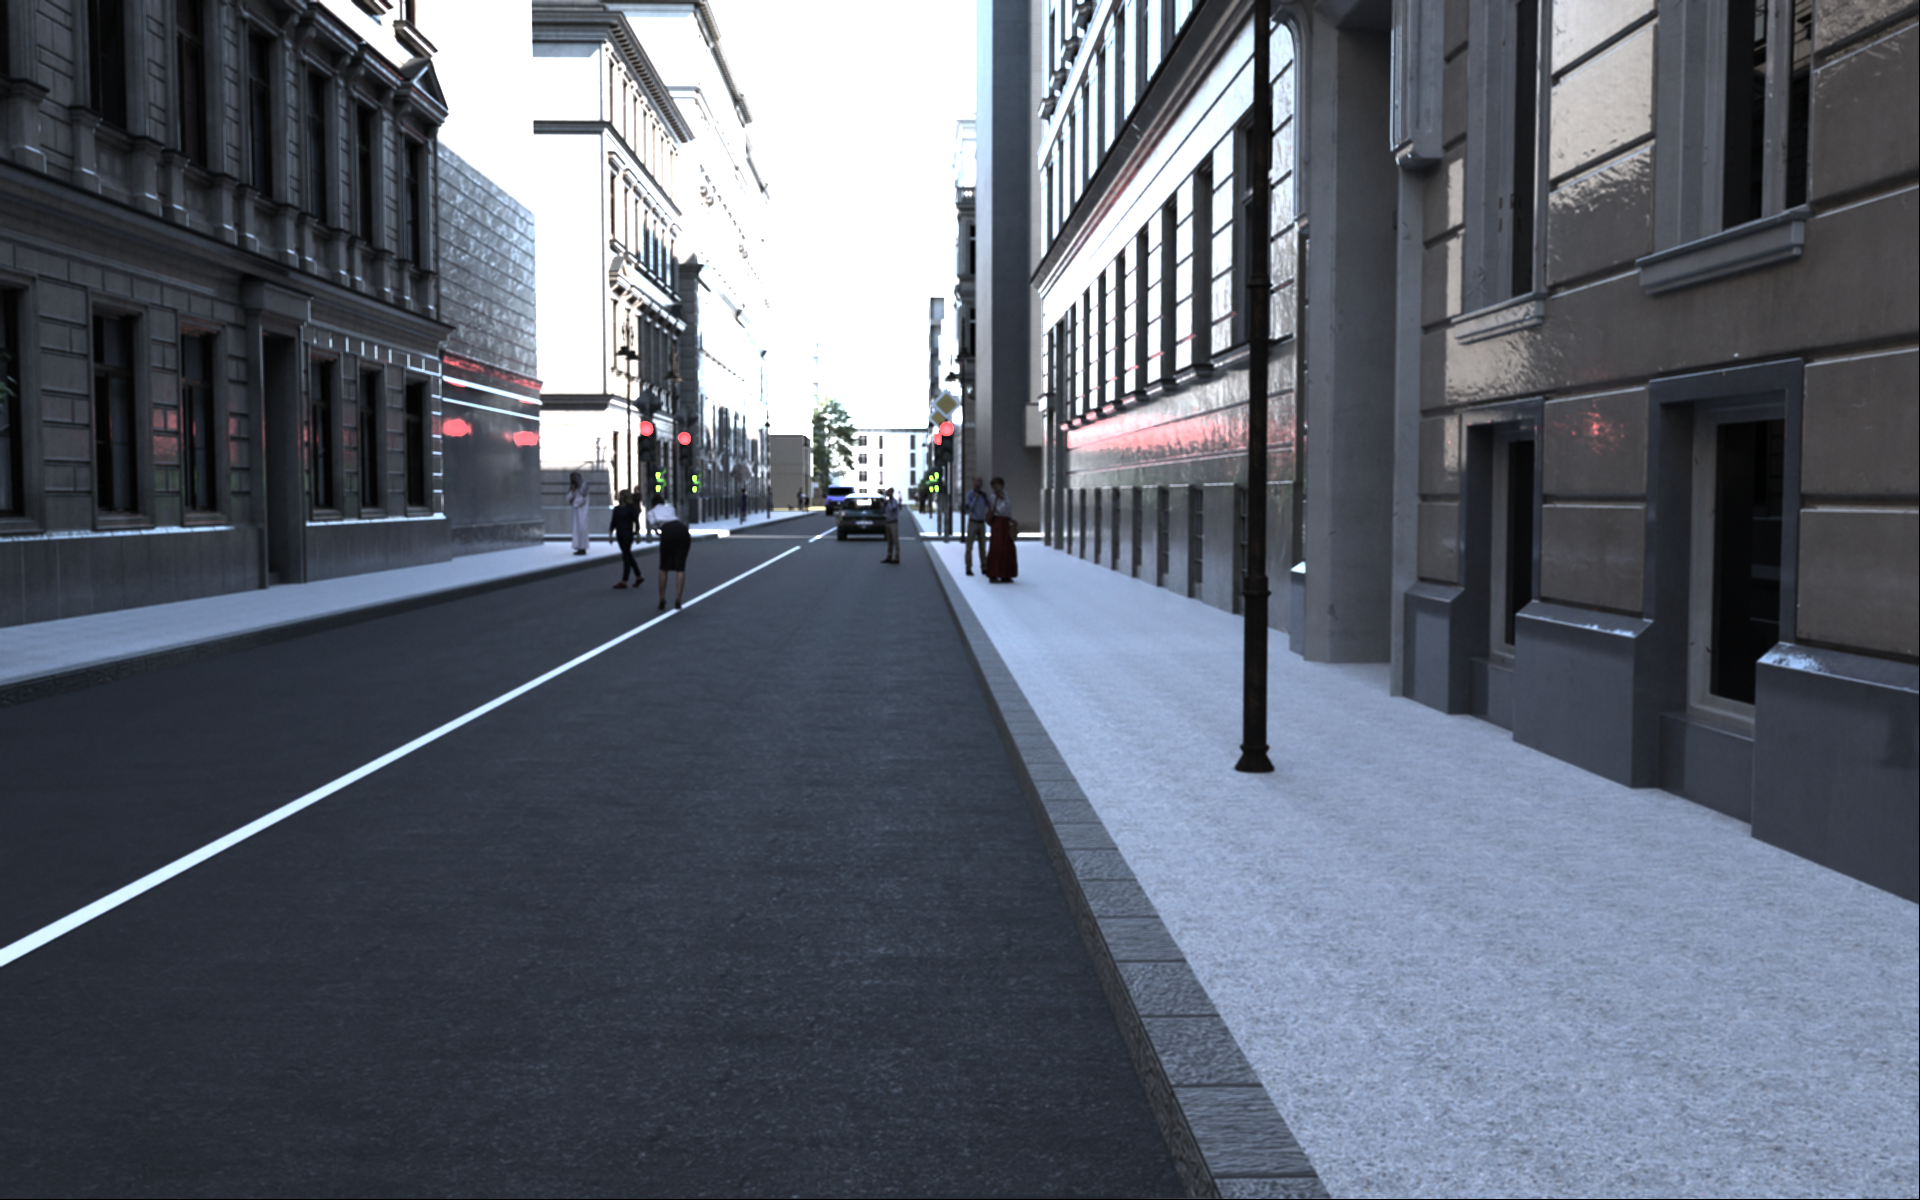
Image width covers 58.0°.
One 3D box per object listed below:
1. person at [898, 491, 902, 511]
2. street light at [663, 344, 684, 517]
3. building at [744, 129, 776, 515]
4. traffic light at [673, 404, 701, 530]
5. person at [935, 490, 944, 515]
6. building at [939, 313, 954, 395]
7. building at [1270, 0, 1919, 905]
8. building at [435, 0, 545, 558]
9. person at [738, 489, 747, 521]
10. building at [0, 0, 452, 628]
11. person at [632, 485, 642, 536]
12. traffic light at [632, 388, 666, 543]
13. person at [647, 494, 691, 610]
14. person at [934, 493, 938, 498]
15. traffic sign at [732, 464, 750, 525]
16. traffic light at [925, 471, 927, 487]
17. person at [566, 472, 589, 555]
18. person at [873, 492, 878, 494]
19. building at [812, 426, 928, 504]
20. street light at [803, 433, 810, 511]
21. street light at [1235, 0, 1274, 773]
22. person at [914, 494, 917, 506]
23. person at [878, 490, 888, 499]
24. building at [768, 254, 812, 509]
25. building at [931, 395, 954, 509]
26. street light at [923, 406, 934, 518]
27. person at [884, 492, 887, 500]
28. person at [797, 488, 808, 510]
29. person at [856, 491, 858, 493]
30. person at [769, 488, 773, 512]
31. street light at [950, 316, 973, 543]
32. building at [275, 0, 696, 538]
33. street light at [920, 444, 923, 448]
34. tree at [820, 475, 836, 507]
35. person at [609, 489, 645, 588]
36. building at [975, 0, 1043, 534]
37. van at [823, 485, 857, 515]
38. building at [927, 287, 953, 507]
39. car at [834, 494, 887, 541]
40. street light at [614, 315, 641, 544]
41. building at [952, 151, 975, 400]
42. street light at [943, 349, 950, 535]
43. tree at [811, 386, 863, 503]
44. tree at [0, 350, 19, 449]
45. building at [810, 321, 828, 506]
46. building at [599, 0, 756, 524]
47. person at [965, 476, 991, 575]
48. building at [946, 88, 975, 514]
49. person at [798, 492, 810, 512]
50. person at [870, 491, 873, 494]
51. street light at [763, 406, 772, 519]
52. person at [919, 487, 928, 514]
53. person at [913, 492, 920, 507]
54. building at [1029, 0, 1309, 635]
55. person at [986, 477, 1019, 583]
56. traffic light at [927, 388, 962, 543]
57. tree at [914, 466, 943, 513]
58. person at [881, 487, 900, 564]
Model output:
[{"bbox_3d":[-5.226,-8.585,149.807,0.436,1.711,0.756,1,4,18],"label":"person"},{"bbox_3d":[-8.854,-4.950,53.713,0.468,5.910,1.993,0,4,-2],"label":"street light"},{"bbox_3d":[-18.972,-19.272,112.360,12.463,27.353,25.104,0,4,-2],"label":"building"},{"bbox_3d":[-8.402,-3.915,53.262,0.839,4.213,0.868,0,4,-2],"label":"traffic light"},{"bbox_3d":[-0.872,-4.675,83.028,0.434,1.755,0.990,3,5,44],"label":"person"},{"bbox_3d":[6.060,-18.939,166.079,16.016,20.091,11.380,0,4,-2],"label":"building"},{"bbox_3d":[9.239,-13.328,3.817,13.634,28.700,20.117,0,4,-2],"label":"building"},{"bbox_3d":[-19.270,-11.560,38.154,18.267,20.994,9.793,0,4,-2],"label":"building"},{"bbox_3d":[-10.254,-4.455,81.253,0.546,1.535,0.453,1,4,22],"label":"person"},{"bbox_3d":[-14.126,-9.710,23.382,10.561,19.102,19.286,0,4,-2],"label":"building"},{"bbox_3d":[-10.063,-2.769,53.585,0.482,1.546,0.388,1,4,20],"label":"person"},{"bbox_3d":[-8.133,-3.427,45.282,0.839,4.213,0.868,0,4,-2],"label":"traffic light"},{"bbox_3d":[-3.652,-0.606,21.599,0.799,1.438,0.628,2,4,28],"label":"person"},{"bbox_3d":[-1.373,-7.640,130.934,1.348,1.826,0.705,1,4,17],"label":"person"},{"bbox_3d":[-9.161,-4.422,72.403,0.768,2.556,0.104,0,4,1],"label":"traffic sign"},{"bbox_3d":[-0.646,-3.932,53.539,0.839,4.213,0.868,0,4,-2],"label":"traffic light"},{"bbox_3d":[-8.088,-1.832,36.668,0.551,1.740,0.621,1,4,16],"label":"person"},{"bbox_3d":[-9.712,-11.747,201.371,0.742,1.727,0.445,-2,4,-34],"label":"person"},{"bbox_3d":[-14.923,-16.918,218.749,28.070,9.664,9.099,0,4,-2],"label":"building"},{"bbox_3d":[-11.348,-9.486,127.888,0.468,5.910,1.993,0,4,-2],"label":"street light"},{"bbox_3d":[1.369,-2.146,7.875,0.468,5.910,1.993,0,4,-2],"label":"street light"},{"bbox_3d":[-4.718,-11.068,190.194,0.628,1.438,0.799,-1,4,-13],"label":"person"},{"bbox_3d":[-5.918,-7.420,130.541,1.217,1.735,0.721,1,4,21],"label":"person"},{"bbox_3d":[-27.222,-18.401,144.824,27.936,21.610,32.646,0,4,-2],"label":"building"},{"bbox_3d":[2.318,-12.499,146.505,9.099,9.664,28.070,0,4,-2],"label":"building"},{"bbox_3d":[-1.536,-7.226,90.927,0.468,5.910,1.993,0,4,-2],"label":"street light"},{"bbox_3d":[-7.966,-10.844,186.462,0.551,1.740,0.621,2,4,27],"label":"person"},{"bbox_3d":[-12.390,-7.941,136.406,0.750,1.759,0.617,-3,5,-40],"label":"person"},{"bbox_3d":[-9.040,-8.523,148.658,0.445,1.727,0.742,-3,5,-43],"label":"person"},{"bbox_3d":[-13.990,-7.368,127.332,0.431,1.722,0.655,1,4,11],"label":"person"},{"bbox_3d":[0.080,-4.429,45.208,0.468,5.910,1.993,0,4,-2],"label":"street light"},{"bbox_3d":[-16.102,-12.174,63.667,10.561,19.102,19.286,0,4,-2],"label":"building"},{"bbox_3d":[-2.681,-9.507,128.223,0.468,5.910,1.993,0,4,-2],"label":"street light"},{"bbox_3d":[-13.451,-11.089,175.905,1.663,3.219,1.824,0,3,0],"label":"tree"},{"bbox_3d":[-5.092,-0.948,26.534,0.480,1.512,0.613,1,4,13],"label":"person"},{"bbox_3d":[12.714,-16.357,60.949,24.014,27.812,14.314,0,4,-2],"label":"building"},{"bbox_3d":[-8.081,-6.950,118.012,2.240,2.365,5.245,0,4,0],"label":"van"},{"bbox_3d":[10.368,-21.051,188.161,27.936,21.610,32.646,0,4,-2],"label":"building"},{"bbox_3d":[-2.999,-2.757,54.857,2.009,1.686,4.222,0,4,-2],"label":"car"},{"bbox_3d":[-8.556,-4.403,44.769,0.468,5.910,1.993,0,4,-2],"label":"street light"},{"bbox_3d":[6.844,-16.556,89.777,14.460,24.649,34.723,0,4,-2],"label":"building"},{"bbox_3d":[-0.287,-4.957,53.839,0.468,5.910,1.993,0,4,-2],"label":"street light"},{"bbox_3d":[-13.740,-16.175,182.592,7.486,12.596,7.792,0,3,0],"label":"tree"},{"bbox_3d":[-7.346,-1.061,11.943,1.663,3.219,1.824,0,3,0],"label":"tree"},{"bbox_3d":[-20.776,-20.752,195.719,11.380,20.091,16.016,0,4,-2],"label":"building"},{"bbox_3d":[-17.374,-17.668,86.143,12.463,27.353,25.104,0,4,-2],"label":"building"},{"bbox_3d":[0.296,-1.184,27.459,0.516,1.574,0.319,-2,4,-28],"label":"person"},{"bbox_3d":[5.989,-20.299,117.793,13.634,28.700,20.117,0,4,-2],"label":"building"},{"bbox_3d":[-11.037,-6.925,122.458,0.799,1.438,0.628,-1,4,-10],"label":"person"},{"bbox_3d":[-7.723,-8.813,153.412,0.721,1.723,1.217,3,4,37],"label":"person"},{"bbox_3d":[-10.058,-7.218,90.802,0.468,5.910,1.993,0,4,-2],"label":"street light"},{"bbox_3d":[-2.380,-6.472,112.551,0.565,1.739,0.600,0,4,1],"label":"person"},{"bbox_3d":[-4.107,-10.280,174.123,1.348,1.824,0.705,1,4,22],"label":"person"},{"bbox_3d":[9.784,-11.999,29.462,16.112,22.955,30.059,0,4,-2],"label":"building"},{"bbox_3d":[0.596,-1.007,24.973,0.387,1.526,0.523,3,5,42],"label":"person"},{"bbox_3d":[-0.377,-3.444,45.558,0.839,4.213,0.868,0,4,-2],"label":"traffic light"},{"bbox_3d":[-2.320,-7.942,124.452,1.663,3.219,1.824,0,3,0],"label":"tree"},{"bbox_3d":[-1.438,-1.549,35.889,0.319,1.574,0.516,-2,4,-25],"label":"person"}]
